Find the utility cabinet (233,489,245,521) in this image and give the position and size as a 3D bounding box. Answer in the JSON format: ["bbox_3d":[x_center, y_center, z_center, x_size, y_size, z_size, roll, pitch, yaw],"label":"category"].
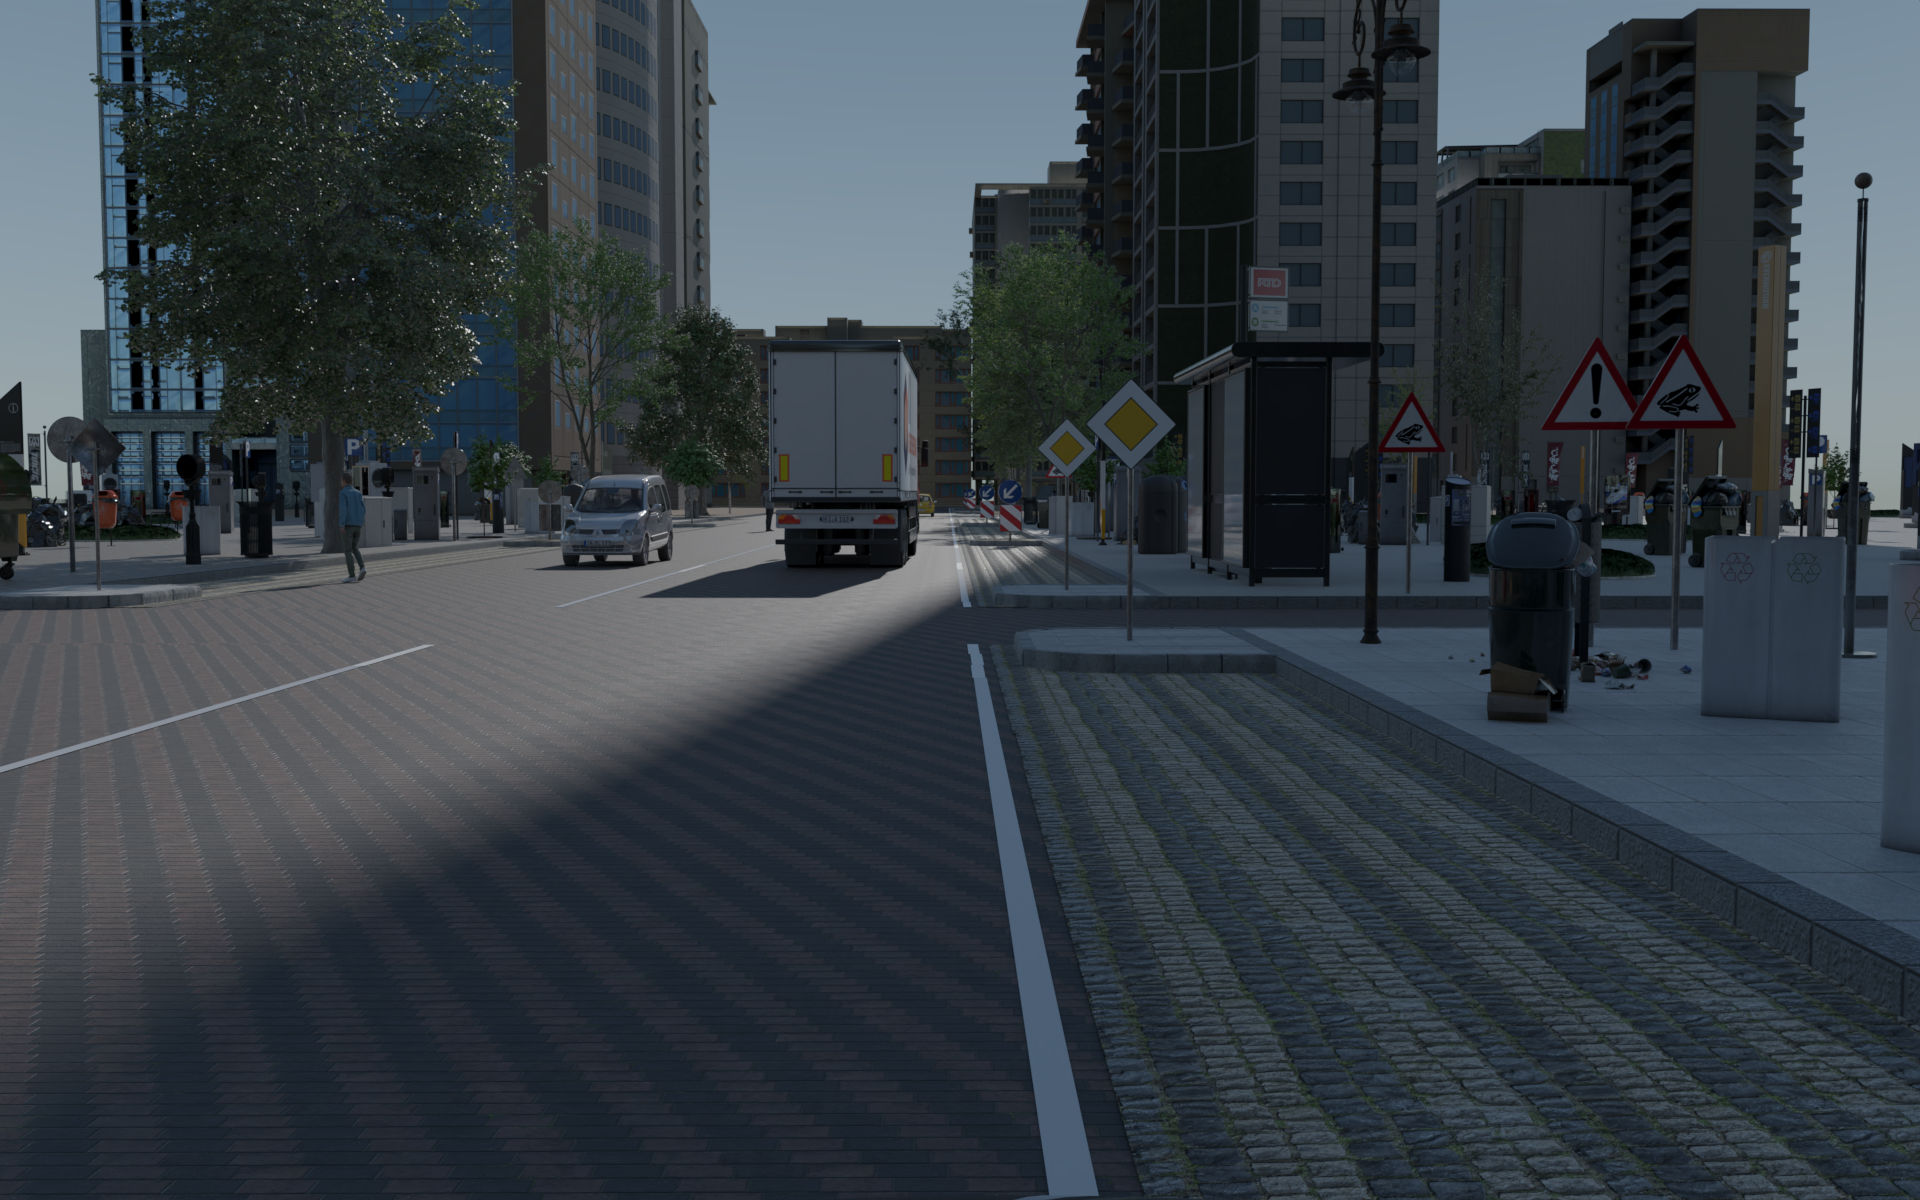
[{"bbox_3d":[-33.075,-4.355,79.880,1.173,1.500,0.318,3,4,38],"label":"utility cabinet"}]

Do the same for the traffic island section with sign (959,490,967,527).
[{"bbox_3d":[1.058,-4.102,75.688,1.989,1.847,2.006,0,4,0],"label":"traffic island section with sign"}]

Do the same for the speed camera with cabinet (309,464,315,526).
[{"bbox_3d":[-18.763,-3.468,51.030,0.660,3.252,2.038,-1,4,-15],"label":"speed camera with cabinet"}]

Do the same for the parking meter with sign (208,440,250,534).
[{"bbox_3d":[-24.028,-3.671,56.288,1.738,3.016,0.543,-1,4,-9],"label":"parking meter with sign"}]

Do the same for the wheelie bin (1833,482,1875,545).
[{"bbox_3d":[22.735,-2.207,43.999,0.980,1.594,0.693,0,4,4],"label":"wheelie bin"}]

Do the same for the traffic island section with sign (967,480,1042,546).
[{"bbox_3d":[1.269,-2.422,48.223,1.989,1.847,2.006,0,4,0],"label":"traffic island section with sign"}]

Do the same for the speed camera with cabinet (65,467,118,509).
[{"bbox_3d":[-37.992,-4.982,75.788,2.038,3.252,0.660,-2,4,-35],"label":"speed camera with cabinet"}]

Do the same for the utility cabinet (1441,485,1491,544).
[{"bbox_3d":[12.760,-2.140,43.673,1.173,1.500,0.318,3,4,37],"label":"utility cabinet"}]

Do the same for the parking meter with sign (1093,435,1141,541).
[{"bbox_3d":[4.556,-3.103,46.997,1.738,3.016,0.543,0,4,-6],"label":"parking meter with sign"}]

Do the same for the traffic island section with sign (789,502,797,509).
[{"bbox_3d":[-11.950,-7.108,124.839,1.989,1.847,2.006,0,4,0],"label":"traffic island section with sign"}]

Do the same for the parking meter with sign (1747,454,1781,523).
[{"bbox_3d":[35.154,-4.869,75.875,0.543,3.016,1.738,-1,4,-8],"label":"parking meter with sign"}]

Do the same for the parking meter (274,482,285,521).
[{"bbox_3d":[-32.053,-4.641,81.599,0.399,1.863,0.255,0,4,2],"label":"parking meter"}]

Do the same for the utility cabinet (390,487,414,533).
[{"bbox_3d":[-18.336,-2.904,56.165,1.173,1.500,0.318,1,4,13],"label":"utility cabinet"}]

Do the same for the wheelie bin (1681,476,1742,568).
[{"bbox_3d":[13.206,-1.367,30.259,0.980,1.594,0.693,-2,4,-35],"label":"wheelie bin"}]

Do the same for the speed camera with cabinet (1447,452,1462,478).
[{"bbox_3d":[22.879,-5.262,80.362,0.660,3.252,2.038,2,4,23],"label":"speed camera with cabinet"}]

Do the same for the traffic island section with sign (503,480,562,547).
[{"bbox_3d":[-11.355,-2.389,47.685,1.989,1.847,2.006,0,4,0],"label":"traffic island section with sign"}]

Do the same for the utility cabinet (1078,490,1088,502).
[{"bbox_3d":[7.075,-5.352,96.177,1.173,1.500,0.318,3,5,44],"label":"utility cabinet"}]

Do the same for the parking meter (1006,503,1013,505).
[{"bbox_3d":[2.503,-4.877,88.154,0.372,1.533,0.369,0,3,0],"label":"parking meter"}]

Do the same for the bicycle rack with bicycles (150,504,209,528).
[{"bbox_3d":[-29.086,-3.190,65.535,2.852,0.926,2.925,0,4,5],"label":"bicycle rack with bicycles"}]

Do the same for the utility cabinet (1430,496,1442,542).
[{"bbox_3d":[12.969,-2.179,46.793,0.306,1.237,1.020,0,4,-1],"label":"utility cabinet"}]

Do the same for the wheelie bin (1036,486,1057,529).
[{"bbox_3d":[3.261,-3.443,64.197,0.693,1.594,0.980,-3,5,-42],"label":"wheelie bin"}]

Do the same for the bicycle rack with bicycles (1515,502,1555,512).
[{"bbox_3d":[31.430,-4.995,95.047,2.852,0.926,2.925,-2,4,-31],"label":"bicycle rack with bicycles"}]

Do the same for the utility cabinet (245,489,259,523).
[{"bbox_3d":[-29.420,-3.880,72.114,0.318,1.500,1.173,-2,4,-29],"label":"utility cabinet"}]

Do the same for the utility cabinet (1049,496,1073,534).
[{"bbox_3d":[3.223,-2.714,55.535,0.306,1.237,1.020,2,4,35],"label":"utility cabinet"}]

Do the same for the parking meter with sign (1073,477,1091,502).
[{"bbox_3d":[4.602,-3.736,57.341,1.738,3.016,0.543,0,4,0],"label":"parking meter with sign"}]

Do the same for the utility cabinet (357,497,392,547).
[{"bbox_3d":[-14.235,-1.892,42.089,0.306,1.237,1.020,1,4,20],"label":"utility cabinet"}]

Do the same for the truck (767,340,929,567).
[{"bbox_3d":[-2.215,-2.951,37.171,2.839,4.237,11.283,0,4,1],"label":"truck"}]

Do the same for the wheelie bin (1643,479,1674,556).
[{"bbox_3d":[14.832,-1.738,36.329,0.980,1.594,0.693,-2,4,-29],"label":"wheelie bin"}]

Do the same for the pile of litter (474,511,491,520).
[{"bbox_3d":[-23.090,-4.326,84.699,1.176,0.858,1.719,2,4,30],"label":"pile of litter"}]

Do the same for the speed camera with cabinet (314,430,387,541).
[{"bbox_3d":[-16.782,-3.279,47.952,0.660,3.252,2.038,2,4,25],"label":"speed camera with cabinet"}]

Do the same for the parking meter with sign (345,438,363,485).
[{"bbox_3d":[-18.899,-3.487,53.278,0.543,3.016,1.738,0,4,0],"label":"parking meter with sign"}]

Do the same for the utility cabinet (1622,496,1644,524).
[{"bbox_3d":[24.200,-3.146,62.595,0.306,1.237,1.020,-2,4,-27],"label":"utility cabinet"}]

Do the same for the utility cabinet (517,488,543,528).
[{"bbox_3d":[-15.933,-3.398,64.243,1.173,1.500,0.318,3,4,37],"label":"utility cabinet"}]

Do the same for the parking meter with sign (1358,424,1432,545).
[{"bbox_3d":[10.938,-2.893,43.569,1.738,3.016,0.543,1,4,21],"label":"parking meter with sign"}]

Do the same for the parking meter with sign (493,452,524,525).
[{"bbox_3d":[-18.712,-4.686,72.872,1.738,3.016,0.543,-3,5,-44],"label":"parking meter with sign"}]

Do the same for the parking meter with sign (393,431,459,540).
[{"bbox_3d":[-14.883,-3.181,48.270,1.738,3.016,0.543,-1,4,-12],"label":"parking meter with sign"}]

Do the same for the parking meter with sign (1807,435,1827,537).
[{"bbox_3d":[25.663,-3.399,51.834,0.543,3.016,1.738,2,4,30],"label":"parking meter with sign"}]

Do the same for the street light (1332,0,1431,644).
[{"bbox_3d":[3.534,-2.565,14.726,0.468,5.910,1.993,0,4,0],"label":"street light"}]

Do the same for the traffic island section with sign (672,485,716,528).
[{"bbox_3d":[-11.561,-4.037,74.640,1.989,1.847,2.006,0,4,0],"label":"traffic island section with sign"}]

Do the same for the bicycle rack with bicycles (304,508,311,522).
[{"bbox_3d":[-29.222,-4.093,80.308,2.852,0.926,2.925,-2,4,-28],"label":"bicycle rack with bicycles"}]

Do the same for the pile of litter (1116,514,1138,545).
[{"bbox_3d":[4.785,-1.843,44.095,1.719,0.858,1.176,0,4,-3],"label":"pile of litter"}]

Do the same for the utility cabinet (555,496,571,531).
[{"bbox_3d":[-14.050,-3.046,60.960,0.306,1.237,1.020,-3,4,-38],"label":"utility cabinet"}]

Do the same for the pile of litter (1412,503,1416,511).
[{"bbox_3d":[22.824,-4.514,87.775,1.719,0.858,1.176,3,4,37],"label":"pile of litter"}]

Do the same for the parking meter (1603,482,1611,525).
[{"bbox_3d":[26.435,-3.971,70.635,0.255,1.863,0.399,0,4,4],"label":"parking meter"}]

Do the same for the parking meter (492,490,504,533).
[{"bbox_3d":[-15.098,-2.948,56.608,0.372,1.533,0.369,0,3,0],"label":"parking meter"}]

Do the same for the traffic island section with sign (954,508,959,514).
[{"bbox_3d":[0.682,-7.119,125.021,1.989,1.847,2.006,0,4,0],"label":"traffic island section with sign"}]
